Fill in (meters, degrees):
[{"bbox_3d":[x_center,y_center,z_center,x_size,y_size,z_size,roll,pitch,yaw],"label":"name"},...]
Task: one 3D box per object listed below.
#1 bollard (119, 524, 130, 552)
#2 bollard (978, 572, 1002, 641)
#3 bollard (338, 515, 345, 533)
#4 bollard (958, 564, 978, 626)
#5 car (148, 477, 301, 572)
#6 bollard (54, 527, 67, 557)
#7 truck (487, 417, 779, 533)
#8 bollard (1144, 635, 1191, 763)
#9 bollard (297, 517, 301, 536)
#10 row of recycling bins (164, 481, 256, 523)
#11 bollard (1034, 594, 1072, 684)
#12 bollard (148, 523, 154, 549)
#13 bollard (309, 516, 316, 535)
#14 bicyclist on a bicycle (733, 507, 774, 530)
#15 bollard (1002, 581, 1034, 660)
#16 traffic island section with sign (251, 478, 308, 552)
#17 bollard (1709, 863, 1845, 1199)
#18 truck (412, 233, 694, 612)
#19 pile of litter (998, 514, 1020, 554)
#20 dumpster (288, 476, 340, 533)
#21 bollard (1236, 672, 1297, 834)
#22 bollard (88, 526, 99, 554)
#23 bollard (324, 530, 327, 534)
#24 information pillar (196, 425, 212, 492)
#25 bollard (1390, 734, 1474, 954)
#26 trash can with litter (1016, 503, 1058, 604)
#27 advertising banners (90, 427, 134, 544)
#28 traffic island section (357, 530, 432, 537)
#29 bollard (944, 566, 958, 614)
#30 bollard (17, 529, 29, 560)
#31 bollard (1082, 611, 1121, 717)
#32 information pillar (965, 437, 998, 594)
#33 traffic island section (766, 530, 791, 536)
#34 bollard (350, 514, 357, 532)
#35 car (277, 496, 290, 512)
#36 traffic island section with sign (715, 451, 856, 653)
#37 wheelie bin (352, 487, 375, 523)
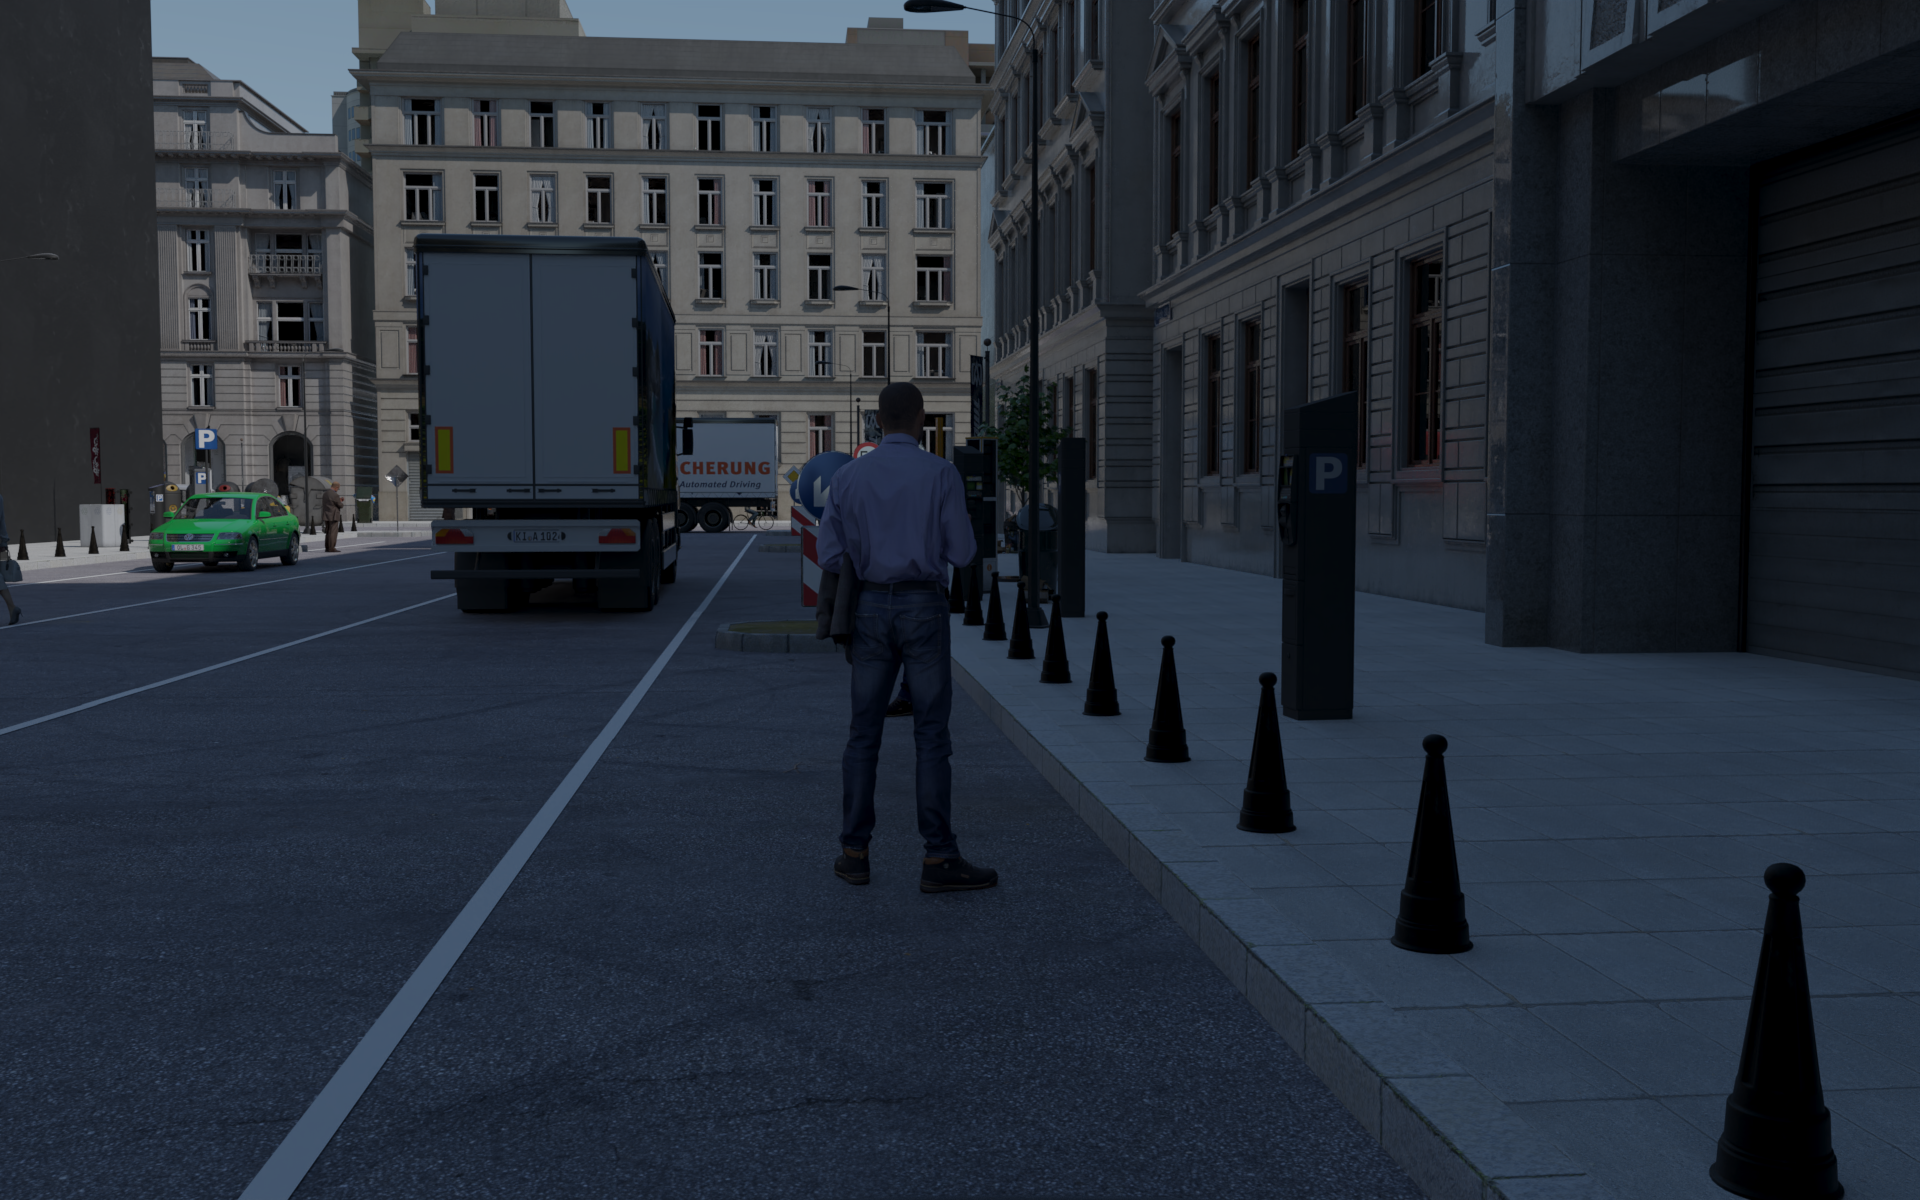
[{"bbox_3d":[-18.699,-1.389,38.746,0.229,0.601,0.229,0,3,0],"label":"bollard"},{"bbox_3d":[0.307,0.050,15.224,0.229,0.601,0.229,0,3,0],"label":"bollard"},{"bbox_3d":[-20.610,-2.545,57.651,0.229,0.601,0.229,0,3,0],"label":"bollard"},{"bbox_3d":[0.134,-0.055,16.940,0.229,0.601,0.229,0,3,0],"label":"bollard"},{"bbox_3d":[-14.109,-1.504,33.379,1.959,1.807,4.718,0,4,-6],"label":"car"},{"bbox_3d":[-18.356,-1.179,35.315,0.229,0.601,0.229,0,3,0],"label":"bollard"},{"bbox_3d":[-12.443,-4.618,64.419,11.283,4.237,2.839,0,4,-4],"label":"truck"},{"bbox_3d":[1.001,0.471,8.346,0.229,0.601,0.229,0,3,0],"label":"bollard"},{"bbox_3d":[-20.083,-2.228,52.471,0.229,0.601,0.229,0,3,0],"label":"bollard"},{"bbox_3d":[-24.379,-3.020,56.483,3.534,1.692,1.069,-1,4,-18],"label":"row of recycling bins"},{"bbox_3d":[0.653,0.260,11.798,0.229,0.601,0.229,0,3,0],"label":"bollard"},{"bbox_3d":[-18.874,-1.494,40.468,0.229,0.601,0.229,0,3,0],"label":"bollard"},{"bbox_3d":[-20.259,-2.334,54.208,0.229,0.601,0.229,0,3,0],"label":"bollard"},{"bbox_3d":[-8.188,-3.586,68.659,1.625,1.676,1.499,0,4,-8],"label":"bicyclist on a bicycle"},{"bbox_3d":[0.477,0.155,13.511,0.229,0.601,0.229,0,3,0],"label":"bollard"},{"bbox_3d":[-17.257,-2.086,42.739,1.989,1.847,2.006,0,4,-6],"label":"traffic island section with sign"},{"bbox_3d":[1.518,0.785,3.205,0.229,0.601,0.229,0,3,0],"label":"bollard"},{"bbox_3d":[-5.318,-2.167,24.342,2.839,4.237,11.283,0,4,-7],"label":"truck"},{"bbox_3d":[0.913,-1.455,37.757,1.176,0.858,1.719,3,4,38],"label":"pile of litter"},{"bbox_3d":[-21.310,-3.141,57.111,1.264,1.857,1.865,0,4,-6],"label":"dumpster"},{"bbox_3d":[1.176,0.576,6.632,0.229,0.601,0.229,0,3,0],"label":"bollard"},{"bbox_3d":[-18.533,-1.284,37.032,0.229,0.601,0.229,0,3,0],"label":"bollard"},{"bbox_3d":[-20.434,-2.440,55.938,0.229,0.601,0.229,0,3,0],"label":"bollard"},{"bbox_3d":[-25.747,-4.139,59.030,0.504,3.616,0.183,0,4,2],"label":"information pillar"},{"bbox_3d":[1.345,0.680,4.918,0.229,0.601,0.229,0,3,0],"label":"bollard"},{"bbox_3d":[0.977,-0.568,20.679,0.624,1.170,1.055,0,4,4],"label":"trash can with litter"},{"bbox_3d":[-22.130,-2.994,45.134,2.074,3.025,0.090,3,4,38],"label":"advertising banners"},{"bbox_3d":[-19.245,-2.259,59.217,2.009,0.180,2.903,0,4,-6],"label":"traffic island section"},{"bbox_3d":[-0.037,-0.160,18.653,0.229,0.601,0.229,0,3,0],"label":"bollard"},{"bbox_3d":[-18.189,-1.074,33.602,0.229,0.601,0.229,0,3,0],"label":"bollard"},{"bbox_3d":[0.826,0.365,10.079,0.229,0.601,0.229,0,3,0],"label":"bollard"},{"bbox_3d":[0.280,-1.094,22.379,0.304,2.012,0.304,-3,5,-44],"label":"information pillar"},{"bbox_3d":[-5.771,-2.341,60.564,2.009,0.180,2.903,0,4,-6],"label":"traffic island section"},{"bbox_3d":[-20.780,-2.650,59.365,0.229,0.601,0.229,0,3,0],"label":"bollard"},{"bbox_3d":[-28.330,-3.533,67.992,3.980,1.641,2.015,0,4,-6],"label":"car"},{"bbox_3d":[-1.336,-0.488,16.604,1.989,1.847,2.006,0,4,-6],"label":"traffic island section with sign"},{"bbox_3d":[-26.209,-4.177,76.196,0.980,1.594,0.693,-1,4,-9],"label":"wheelie bin"}]
